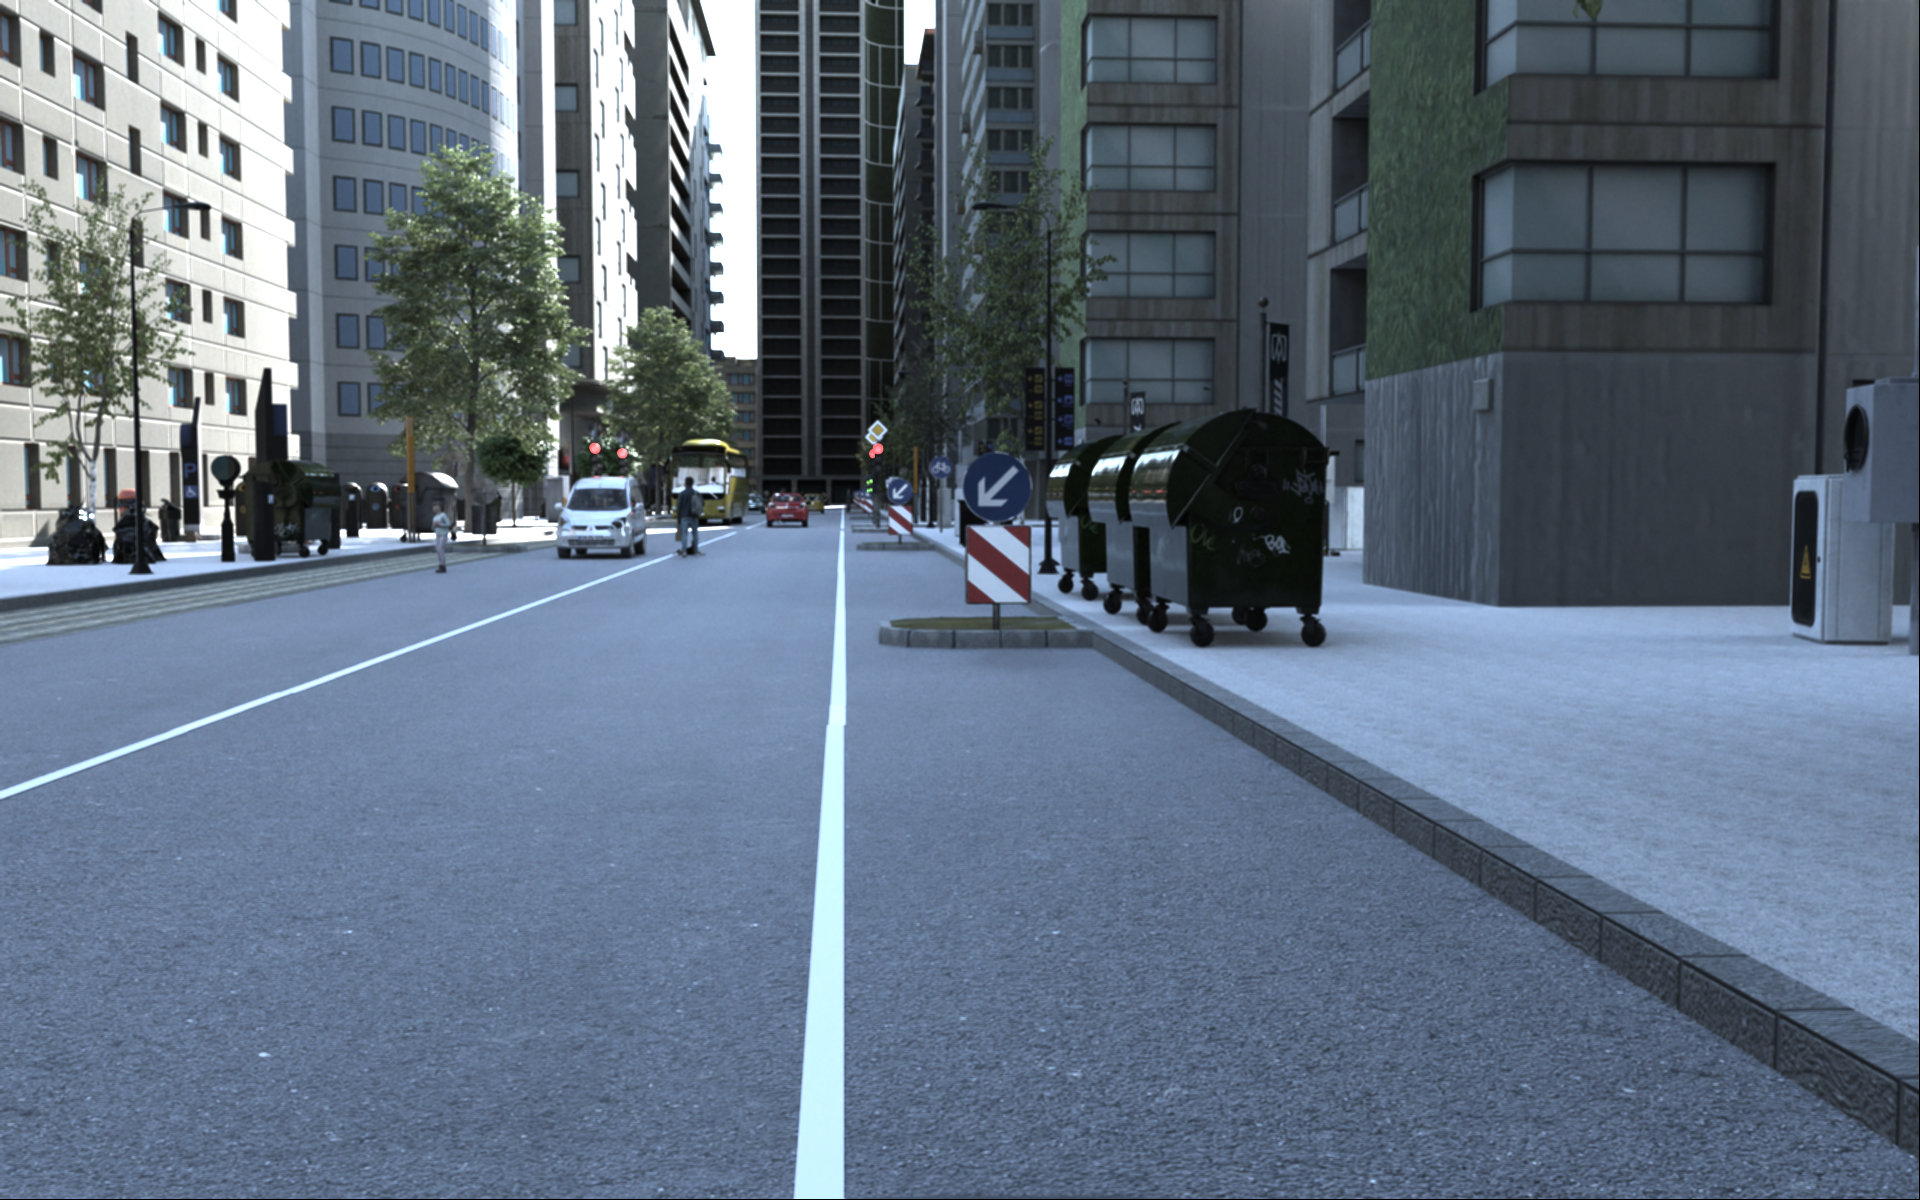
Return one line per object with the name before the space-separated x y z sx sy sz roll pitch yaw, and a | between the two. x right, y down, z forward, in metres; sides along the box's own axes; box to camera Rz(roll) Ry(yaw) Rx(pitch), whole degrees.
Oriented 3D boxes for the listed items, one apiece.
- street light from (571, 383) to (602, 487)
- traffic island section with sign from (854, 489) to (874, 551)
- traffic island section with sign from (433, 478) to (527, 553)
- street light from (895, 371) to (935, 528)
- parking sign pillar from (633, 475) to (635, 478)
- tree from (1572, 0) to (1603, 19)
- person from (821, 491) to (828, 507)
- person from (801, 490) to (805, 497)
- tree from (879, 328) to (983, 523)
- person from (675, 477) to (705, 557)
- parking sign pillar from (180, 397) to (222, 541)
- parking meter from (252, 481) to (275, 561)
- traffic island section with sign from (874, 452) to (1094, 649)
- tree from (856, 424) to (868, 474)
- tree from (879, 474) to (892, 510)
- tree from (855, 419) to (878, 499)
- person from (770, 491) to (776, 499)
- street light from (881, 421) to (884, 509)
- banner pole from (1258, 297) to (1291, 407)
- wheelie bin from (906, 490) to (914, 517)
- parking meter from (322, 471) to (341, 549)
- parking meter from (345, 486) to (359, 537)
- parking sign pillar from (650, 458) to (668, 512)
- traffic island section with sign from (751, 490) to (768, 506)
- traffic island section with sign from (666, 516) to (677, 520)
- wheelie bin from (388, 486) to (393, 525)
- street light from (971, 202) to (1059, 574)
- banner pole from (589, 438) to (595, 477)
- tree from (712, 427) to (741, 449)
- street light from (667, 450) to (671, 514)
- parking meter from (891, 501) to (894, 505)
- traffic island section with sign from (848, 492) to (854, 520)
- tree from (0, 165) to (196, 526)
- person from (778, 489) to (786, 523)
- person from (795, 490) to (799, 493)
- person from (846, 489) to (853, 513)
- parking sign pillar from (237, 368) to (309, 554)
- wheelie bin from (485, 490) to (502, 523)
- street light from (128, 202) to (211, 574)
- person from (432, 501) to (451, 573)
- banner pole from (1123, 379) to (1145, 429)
street light | -15.671 -6.118 72.577 1.470 5.913 1.316 0 4 -4
traffic island section with sign | -1.679 -2.213 44.807 1.989 1.847 2.006 0 4 -4
traffic island section with sign | -11.796 -2.088 42.769 1.989 1.847 2.006 0 4 -4
street light | -1.650 -5.683 65.453 1.470 5.913 1.316 0 4 -4
parking sign pillar | -27.930 -9.678 146.701 1.447 3.967 1.447 -2 4 -24
tree | 3.173 -3.363 5.350 4.737 8.622 4.395 0 3 0
person | -15.006 -11.095 189.910 1.348 1.823 0.705 3 5 40
person | -15.469 -9.862 169.762 1.348 1.822 0.705 1 4 23
tree | -1.219 -7.786 77.662 4.360 8.622 3.978 0 3 0
person | -6.192 -1.889 39.365 0.794 1.824 0.713 0 4 6
parking sign pillar | -21.095 -3.616 47.599 1.447 3.967 1.447 -1 4 -19
parking meter | -13.361 -1.519 33.240 0.372 1.533 0.369 0 3 0
traffic island section with sign | 0.195 -0.514 17.025 1.989 1.847 2.006 0 4 -4
tree | -2.274 -8.555 90.239 4.737 8.622 4.395 0 3 0
tree | -5.328 -9.072 142.925 1.663 3.219 1.824 0 3 0
tree | -7.406 -12.948 162.065 4.360 8.622 3.978 0 3 0
person | -18.185 -9.782 169.220 0.721 1.735 1.217 2 4 27
street light | -4.609 -8.410 110.038 1.470 5.913 1.316 0 4 -4
banner pole | 4.010 -1.975 22.303 0.401 3.779 0.863 3 5 42
wheelie bin | -2.726 -5.466 97.269 0.693 1.594 0.980 0 4 7
parking meter | -14.709 -2.128 40.496 0.399 1.863 0.255 1 4 9
parking meter | -18.137 -2.646 51.678 0.372 1.533 0.369 0 3 0
parking sign pillar | -21.657 -8.346 124.925 1.447 3.967 1.447 1 4 13
traffic island section with sign | -20.641 -10.133 174.303 1.989 1.847 2.006 0 4 -4
traffic island section with sign | -15.460 -5.425 97.321 1.989 1.847 2.006 0 4 -4
wheelie bin | -23.238 -3.895 71.598 0.980 1.594 0.693 1 4 10
street light | 0.880 -3.375 27.717 1.470 5.913 1.316 0 4 -4
banner pole | -16.437 -5.350 77.484 0.401 3.779 0.863 -2 4 -25
tree | -22.066 -12.703 158.057 4.737 8.622 4.395 0 3 0
street light | -18.115 -8.462 110.894 1.470 5.913 1.316 0 4 -4
parking meter | -4.260 -6.565 113.054 0.399 1.863 0.255 -1 4 -21
traffic island section with sign | -5.255 -5.466 97.996 1.989 1.847 2.006 0 4 -4
tree | -19.805 -5.455 39.548 4.737 8.622 4.395 0 3 0
person | -8.587 -4.582 84.422 0.512 1.701 0.522 -3 5 -41
person | -13.019 -7.844 137.346 0.643 1.750 0.593 1 4 20
person | -8.294 -7.436 130.247 0.590 1.801 0.661 -1 4 -11
parking sign pillar | -15.020 -3.015 37.768 1.447 3.967 1.447 -2 4 -31
wheelie bin | -20.886 -4.246 77.335 0.980 1.594 0.693 3 5 44
street light | -12.610 -3.371 27.658 1.470 5.913 1.316 0 4 -4
person | -9.492 -1.153 31.624 0.425 1.301 0.394 1 4 17
banner pole | 3.735 -2.908 37.561 0.401 3.779 0.863 -3 4 -37
